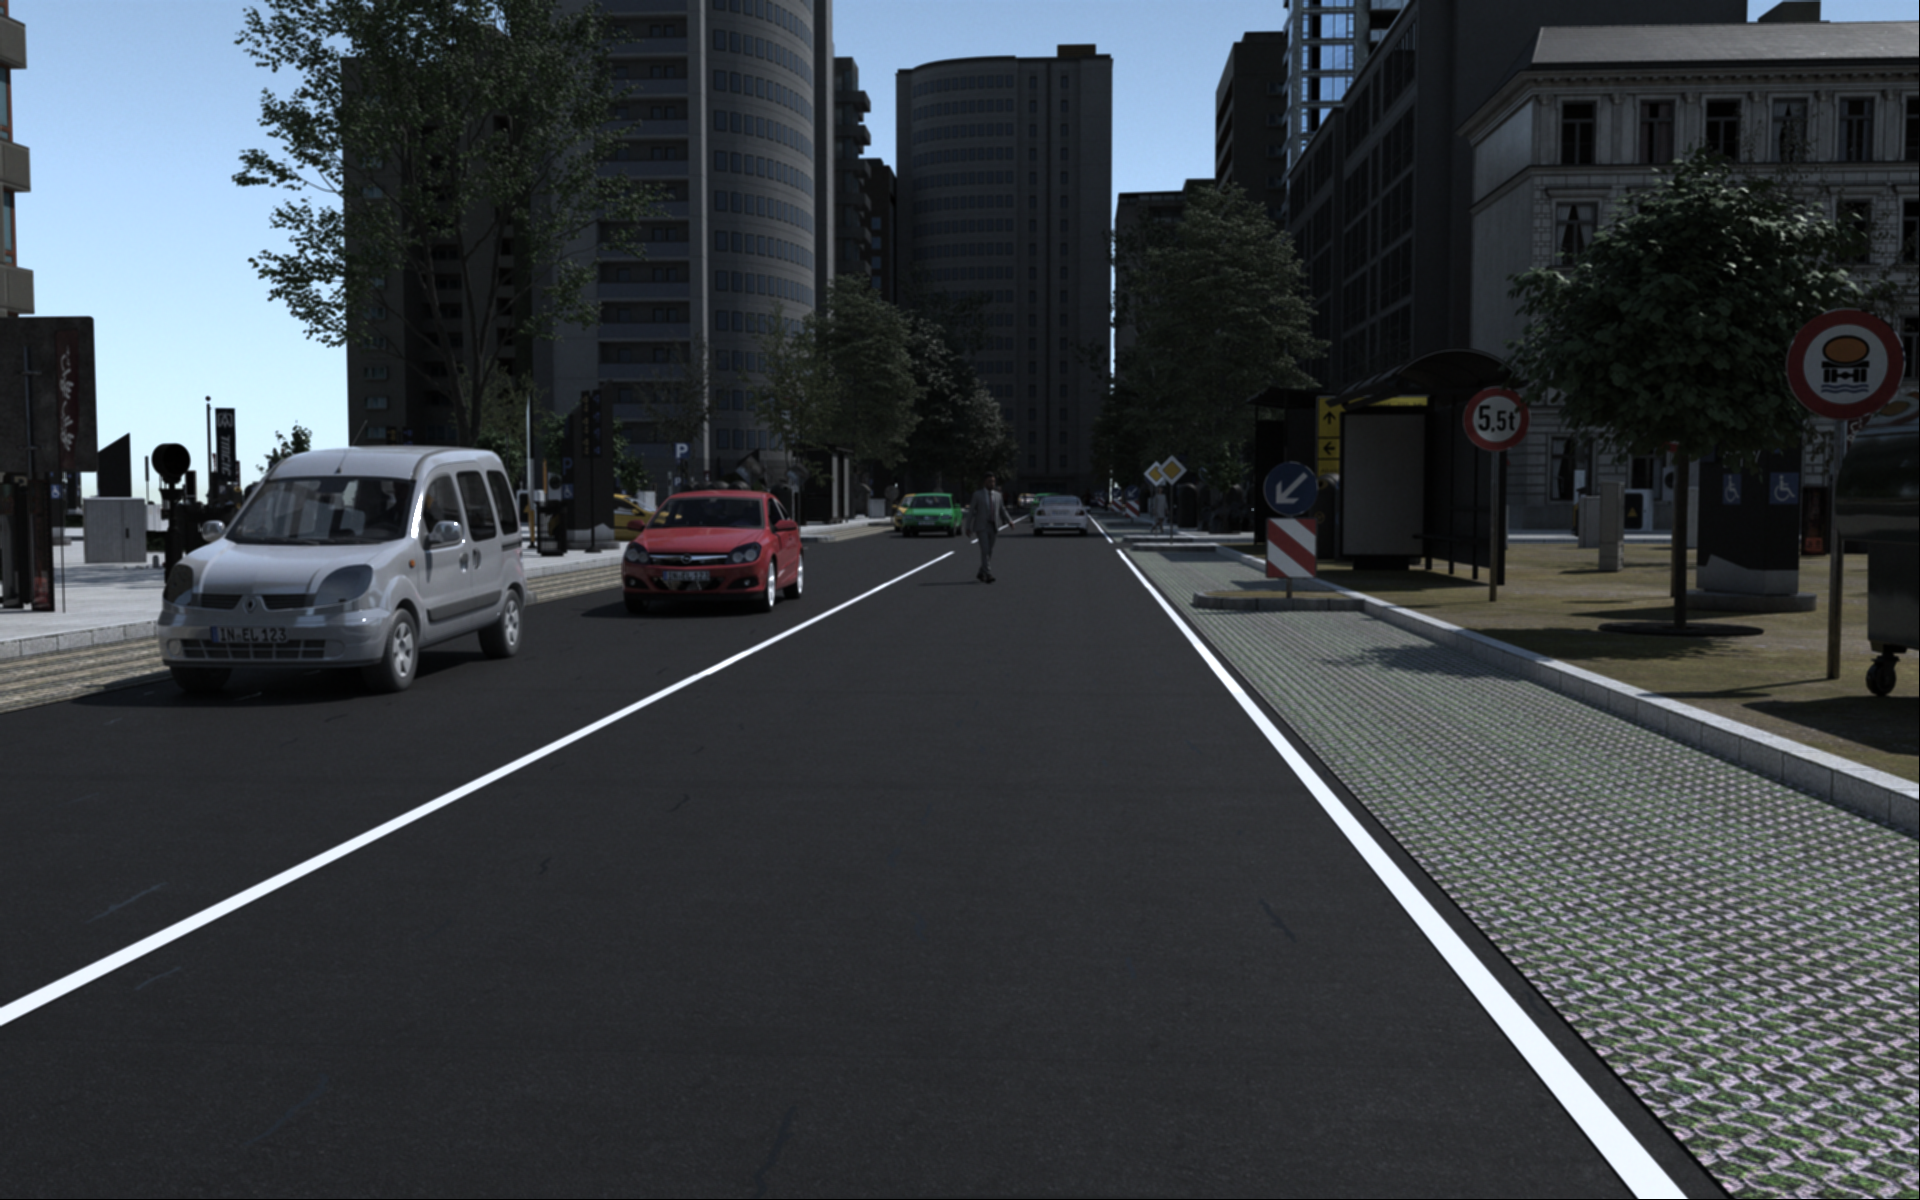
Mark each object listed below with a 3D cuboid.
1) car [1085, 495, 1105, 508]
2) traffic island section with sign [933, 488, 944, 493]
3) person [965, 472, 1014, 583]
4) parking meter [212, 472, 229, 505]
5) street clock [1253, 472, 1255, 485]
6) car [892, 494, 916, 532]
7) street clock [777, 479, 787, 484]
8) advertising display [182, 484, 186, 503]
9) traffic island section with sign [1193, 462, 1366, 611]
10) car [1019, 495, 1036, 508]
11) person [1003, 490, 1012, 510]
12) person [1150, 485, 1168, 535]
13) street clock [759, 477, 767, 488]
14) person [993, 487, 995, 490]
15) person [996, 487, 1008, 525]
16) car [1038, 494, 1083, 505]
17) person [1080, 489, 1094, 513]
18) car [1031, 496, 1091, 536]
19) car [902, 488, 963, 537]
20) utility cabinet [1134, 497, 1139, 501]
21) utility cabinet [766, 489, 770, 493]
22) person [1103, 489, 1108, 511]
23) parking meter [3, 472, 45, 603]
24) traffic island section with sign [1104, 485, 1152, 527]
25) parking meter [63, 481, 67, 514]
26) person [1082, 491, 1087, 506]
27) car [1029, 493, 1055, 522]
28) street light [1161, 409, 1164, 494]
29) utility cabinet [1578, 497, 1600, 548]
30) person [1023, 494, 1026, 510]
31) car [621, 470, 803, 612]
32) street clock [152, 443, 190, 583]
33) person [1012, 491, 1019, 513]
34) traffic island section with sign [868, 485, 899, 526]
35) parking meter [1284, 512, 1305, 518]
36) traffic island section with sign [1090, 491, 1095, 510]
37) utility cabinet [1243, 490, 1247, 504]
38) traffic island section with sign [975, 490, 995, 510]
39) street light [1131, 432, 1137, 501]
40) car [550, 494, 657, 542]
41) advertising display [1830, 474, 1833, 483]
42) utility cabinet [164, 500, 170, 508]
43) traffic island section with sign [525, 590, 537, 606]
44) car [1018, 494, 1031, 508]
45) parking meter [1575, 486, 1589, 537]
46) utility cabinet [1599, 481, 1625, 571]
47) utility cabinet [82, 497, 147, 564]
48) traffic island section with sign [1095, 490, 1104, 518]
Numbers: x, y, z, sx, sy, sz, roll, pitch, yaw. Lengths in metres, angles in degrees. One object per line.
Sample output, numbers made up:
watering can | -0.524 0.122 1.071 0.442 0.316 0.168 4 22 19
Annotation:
car | 12.838 -9.256 163.909 1.945 1.354 3.894 0 4 2
traffic island section with sign | -1.264 -5.852 104.302 1.989 1.847 2.006 0 4 4
person | 0.446 -1.178 28.038 0.678 1.792 0.850 -2 4 -27
parking meter | -19.524 -2.445 45.692 0.255 1.863 0.399 2 4 28
street clock | 9.337 -3.019 53.932 0.358 2.002 0.471 -2 4 -28
car | -1.551 -3.457 66.741 2.015 1.641 3.980 0 4 4
street clock | -8.598 -4.831 83.560 0.471 2.002 0.358 2 4 27
advertising display | -51.693 -6.762 115.777 0.123 1.923 0.974 0 4 -2
traffic island section with sign | 3.998 -0.818 22.004 1.989 1.847 2.006 0 4 4
car | 7.196 -10.237 179.731 2.083 1.381 4.827 0 4 4
person | 4.134 -9.094 157.121 1.348 1.831 0.705 2 4 29
person | 6.802 -3.061 59.302 0.760 1.731 0.466 2 4 35
street clock | -8.522 -4.294 74.772 0.358 2.002 0.471 1 4 11
person | 1.357 -3.895 72.575 0.661 1.777 0.834 1 4 9
person | 1.807 -4.284 78.949 0.834 1.777 0.661 3 5 40
car | 4.485 -4.135 77.390 2.009 1.686 4.222 0 4 2
person | 9.516 -7.382 129.158 1.348 1.831 0.705 3 5 42
car | 3.522 -2.943 60.477 2.083 1.381 4.827 0 4 4
car | -0.912 -3.057 58.771 1.959 1.807 4.718 0 4 5
utility cabinet | 12.863 -7.015 123.372 1.173 1.500 0.318 -3 5 -43
utility cabinet | -8.146 -4.182 77.049 0.318 1.500 1.173 -3 5 -40
person | 12.233 -8.354 145.075 0.705 1.826 1.348 0 4 -7
parking meter | -11.049 -0.903 20.470 0.399 1.863 0.255 0 4 -8
traffic island section with sign | 7.502 -4.167 76.759 1.989 1.847 2.006 0 4 4
parking meter | -40.415 -4.421 77.987 0.255 1.863 0.399 0 4 -8
person | 13.916 -11.119 190.393 1.348 1.812 0.705 2 4 29
car | 4.524 -4.894 88.810 1.959 1.807 4.718 0 4 4
street light | 10.228 -7.030 87.724 0.468 5.910 1.993 0 4 4
utility cabinet | 15.327 -1.852 41.447 1.020 1.237 0.306 -1 4 -13
person | 5.954 -8.911 157.413 0.599 1.433 0.991 0 4 1
car | -3.115 -0.813 22.328 2.155 1.783 4.494 0 4 2
street clock | -11.286 -1.239 24.825 0.358 2.002 0.471 2 4 28
person | 4.136 -7.255 128.586 0.415 1.643 0.593 3 5 39
traffic island section with sign | -3.010 -4.197 77.257 1.989 1.847 2.006 0 4 4
parking meter | 6.811 -1.813 35.348 0.399 1.863 0.255 -1 4 -13
traffic island section with sign | 12.435 -8.865 153.574 1.989 1.847 2.006 0 4 4
utility cabinet | 14.241 -4.712 85.725 1.173 1.500 0.318 -3 5 -43
traffic island section with sign | 1.939 -8.907 154.254 1.989 1.847 2.006 0 4 4
street light | 12.702 -9.397 126.428 0.468 5.910 1.993 0 4 4
car | -9.394 -2.319 48.133 3.980 1.641 2.015 0 4 4
advertising display | 28.972 -3.170 57.045 0.974 1.923 0.123 -2 4 -30
utility cabinet | -48.626 -5.985 106.530 0.318 1.500 1.173 -1 4 -8
traffic island section with sign | -6.543 -0.829 22.177 1.989 1.847 2.006 0 4 4
car | 6.995 -10.699 185.158 2.015 1.641 3.980 0 4 4
parking meter | 18.790 -2.684 52.301 0.372 1.533 0.369 0 3 0
utility cabinet | 10.907 -1.239 28.935 0.318 1.500 1.173 2 4 25
utility cabinet | -15.719 -1.287 32.212 1.020 1.237 0.306 -2 4 -34
traffic island section with sign | 9.234 -5.812 103.659 1.989 1.847 2.006 0 4 4
